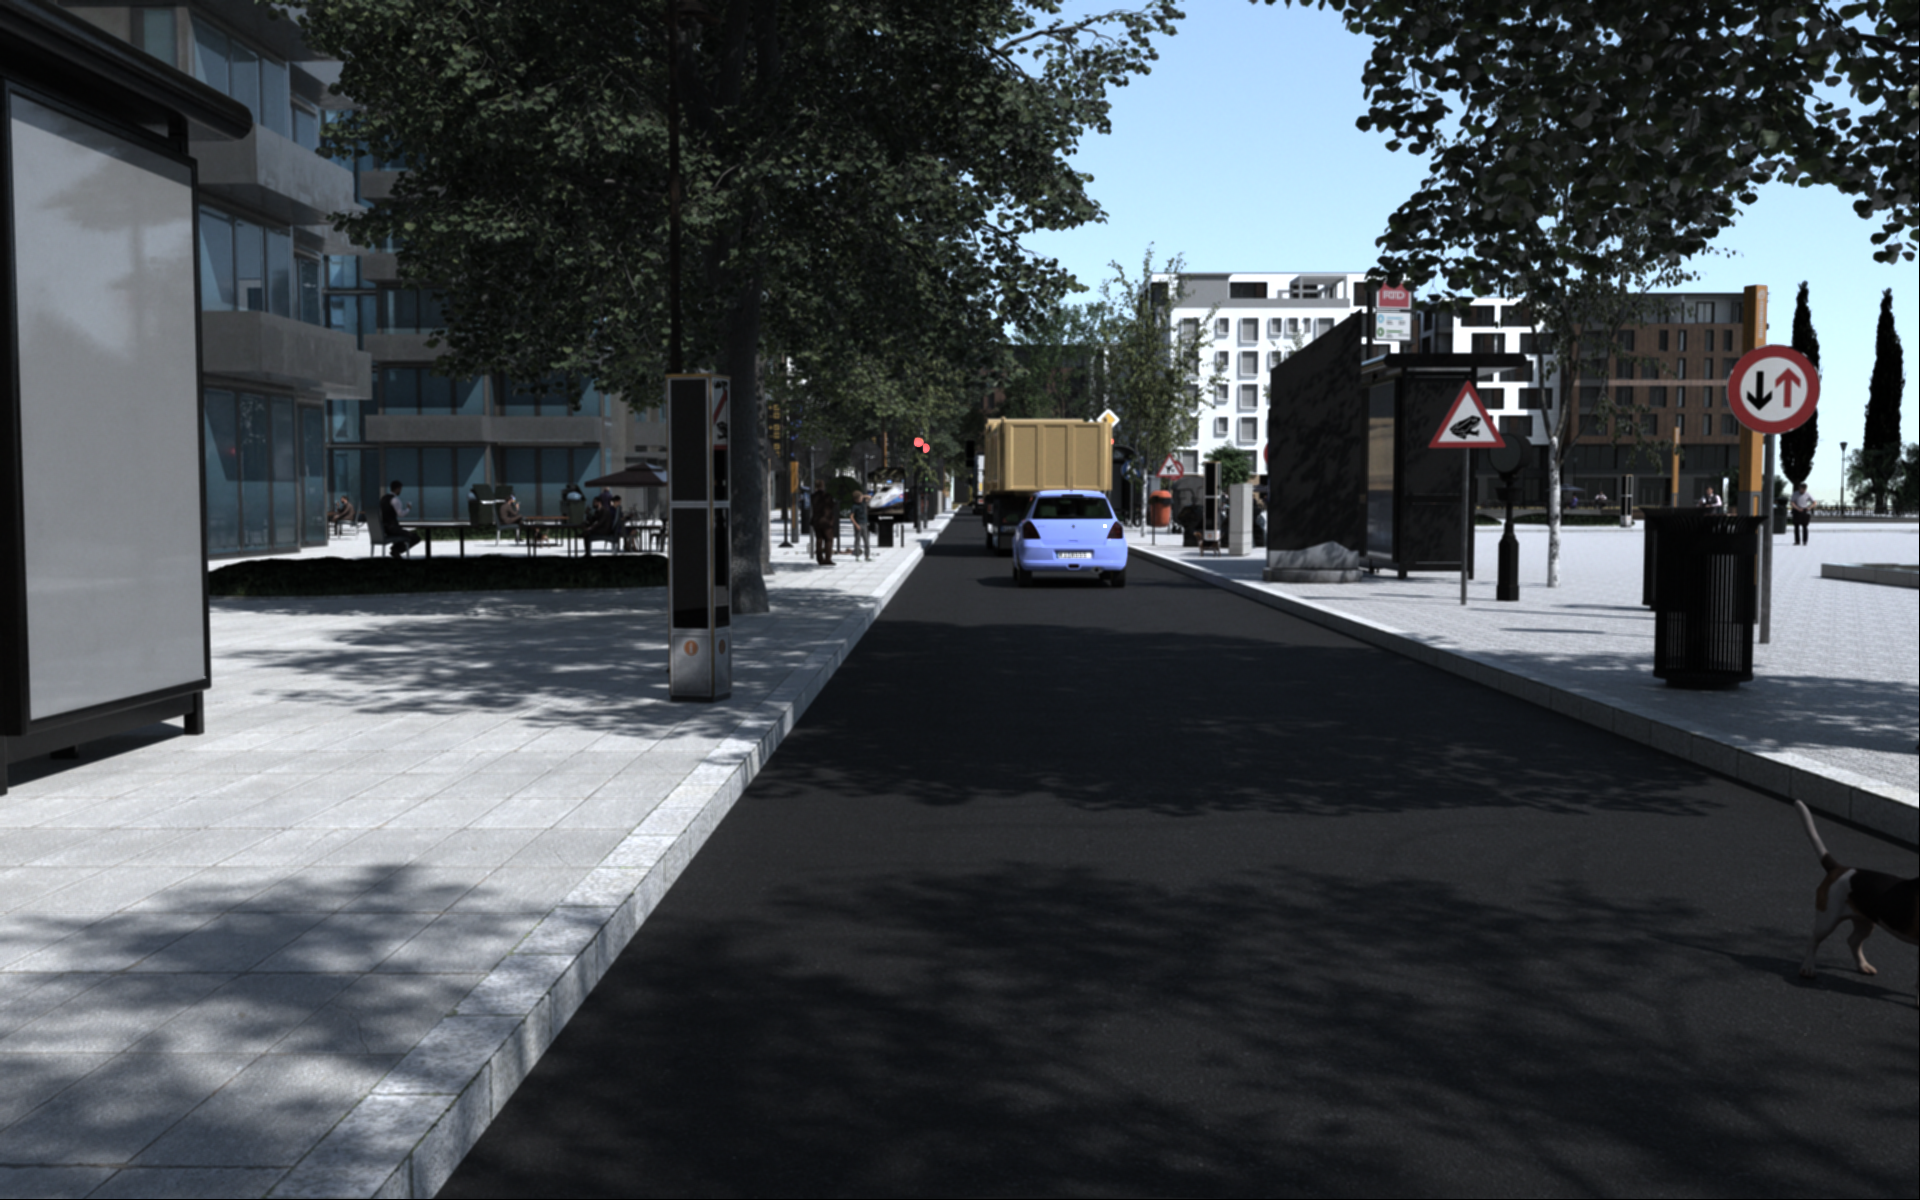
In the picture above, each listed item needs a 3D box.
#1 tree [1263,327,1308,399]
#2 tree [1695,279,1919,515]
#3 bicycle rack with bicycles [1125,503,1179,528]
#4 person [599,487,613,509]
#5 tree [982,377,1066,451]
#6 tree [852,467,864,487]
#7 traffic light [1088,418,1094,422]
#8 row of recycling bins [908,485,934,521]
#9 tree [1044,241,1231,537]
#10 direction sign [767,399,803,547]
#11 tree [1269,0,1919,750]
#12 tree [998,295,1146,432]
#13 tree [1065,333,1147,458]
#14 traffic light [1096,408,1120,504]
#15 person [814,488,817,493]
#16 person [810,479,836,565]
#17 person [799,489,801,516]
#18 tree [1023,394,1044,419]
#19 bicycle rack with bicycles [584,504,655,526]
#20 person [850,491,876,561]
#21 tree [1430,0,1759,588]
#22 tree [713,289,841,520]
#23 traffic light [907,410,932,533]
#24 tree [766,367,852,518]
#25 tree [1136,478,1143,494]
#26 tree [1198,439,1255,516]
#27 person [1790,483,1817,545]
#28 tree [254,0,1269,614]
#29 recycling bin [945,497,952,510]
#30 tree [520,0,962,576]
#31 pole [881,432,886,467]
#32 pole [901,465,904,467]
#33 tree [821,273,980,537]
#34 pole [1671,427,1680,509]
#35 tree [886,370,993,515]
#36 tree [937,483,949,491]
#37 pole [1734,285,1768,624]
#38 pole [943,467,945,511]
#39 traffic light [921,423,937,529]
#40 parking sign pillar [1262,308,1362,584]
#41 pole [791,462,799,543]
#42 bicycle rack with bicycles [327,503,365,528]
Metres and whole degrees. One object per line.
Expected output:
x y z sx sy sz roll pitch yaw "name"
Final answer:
15.266 -7.676 75.872 4.737 8.622 4.395 0 3 0 "tree"
57.364 -12.704 109.526 18.604 14.587 13.155 0 4 4 "tree"
7.436 -3.283 67.056 2.925 0.926 2.852 -3 5 -42 "bicycle rack with bicycles"
-10.899 -2.737 52.997 0.471 1.553 0.569 -3 4 -36 "person"
6.195 -14.993 162.143 9.611 12.733 9.660 0 3 0 "tree"
-9.005 -10.645 124.412 4.360 8.622 3.978 0 3 0 "tree"
4.846 -4.615 64.381 0.839 4.253 0.868 0 4 0 "traffic light"
-1.835 -4.724 84.345 1.069 1.692 3.534 0 4 8 "row of recycling bins"
5.686 -6.191 51.578 4.737 8.622 4.395 0 3 0 "tree"
-4.199 -3.037 41.655 0.876 3.537 0.379 -1 4 -17 "direction sign"
5.036 -6.199 8.006 9.857 13.997 8.962 0 3 0 "tree"
5.756 -9.981 88.940 9.928 11.665 9.643 0 3 0 "tree"
6.666 -7.940 80.179 4.360 8.622 3.978 0 3 0 "tree"
4.796 -4.127 56.396 0.839 4.253 0.868 0 4 0 "traffic light"
-9.627 -6.724 116.535 0.434 1.755 0.990 0 4 7 "person"
-2.485 -1.403 31.245 0.482 1.546 0.388 2 4 25 "person"
-9.354 -5.727 101.637 0.435 1.587 0.963 -1 4 -15 "person"
6.427 -10.784 126.673 4.737 8.622 4.395 0 3 0 "tree"
-12.860 -3.157 65.002 2.925 0.926 2.852 -2 4 -31 "bicycle rack with bicycles"
-1.851 -1.408 32.981 0.340 1.345 0.435 2 4 35 "person"
8.180 -4.463 23.328 4.360 8.622 3.978 0 3 0 "tree"
-8.640 -9.807 86.094 9.928 11.665 9.643 0 3 0 "tree"
-1.325 -4.128 56.418 0.839 4.253 0.868 0 4 0 "traffic light"
-8.408 -8.813 94.458 4.360 8.622 3.978 0 3 0 "tree"
13.916 -8.635 135.779 1.663 3.219 1.824 0 3 0 "tree"
15.872 -7.298 103.043 4.285 4.588 4.351 0 3 0 "tree"
21.173 -2.155 43.492 0.614 1.554 0.590 2 4 28 "person"
-2.518 -6.832 18.364 9.857 13.997 8.962 0 3 0 "tree"
-1.122 -7.693 138.330 0.722 1.027 0.722 3 5 41 "recycling bin"
-3.610 -6.661 27.039 7.486 12.596 7.792 0 3 0 "tree"
-2.520 -3.884 57.345 0.158 3.312 0.155 0 3 0 "pole"
-3.720 -7.246 112.321 0.158 3.312 0.155 0 3 0 "pole"
-1.594 -6.154 50.978 4.737 8.622 4.395 0 3 0 "tree"
21.858 -3.616 52.958 0.158 3.312 0.155 0 3 0 "pole"
-1.211 -10.448 105.239 7.601 10.594 8.767 -3 5 -41 "tree"
-2.054 -9.980 157.767 1.663 3.219 1.824 0 3 0 "tree"
7.782 -1.419 17.037 0.158 3.312 0.155 0 3 0 "pole"
-1.236 -8.230 128.407 0.158 3.312 0.155 0 3 0 "pole"
-1.276 -4.617 64.403 0.839 4.253 0.868 0 4 0 "traffic light"
5.183 -2.258 25.397 1.447 3.967 1.447 0 4 4 "parking sign pillar"
-4.315 -3.141 45.193 0.158 3.312 0.155 0 3 0 "pole"
-24.398 -3.203 65.744 2.925 0.926 2.852 0 4 -1 "bicycle rack with bicycles"
